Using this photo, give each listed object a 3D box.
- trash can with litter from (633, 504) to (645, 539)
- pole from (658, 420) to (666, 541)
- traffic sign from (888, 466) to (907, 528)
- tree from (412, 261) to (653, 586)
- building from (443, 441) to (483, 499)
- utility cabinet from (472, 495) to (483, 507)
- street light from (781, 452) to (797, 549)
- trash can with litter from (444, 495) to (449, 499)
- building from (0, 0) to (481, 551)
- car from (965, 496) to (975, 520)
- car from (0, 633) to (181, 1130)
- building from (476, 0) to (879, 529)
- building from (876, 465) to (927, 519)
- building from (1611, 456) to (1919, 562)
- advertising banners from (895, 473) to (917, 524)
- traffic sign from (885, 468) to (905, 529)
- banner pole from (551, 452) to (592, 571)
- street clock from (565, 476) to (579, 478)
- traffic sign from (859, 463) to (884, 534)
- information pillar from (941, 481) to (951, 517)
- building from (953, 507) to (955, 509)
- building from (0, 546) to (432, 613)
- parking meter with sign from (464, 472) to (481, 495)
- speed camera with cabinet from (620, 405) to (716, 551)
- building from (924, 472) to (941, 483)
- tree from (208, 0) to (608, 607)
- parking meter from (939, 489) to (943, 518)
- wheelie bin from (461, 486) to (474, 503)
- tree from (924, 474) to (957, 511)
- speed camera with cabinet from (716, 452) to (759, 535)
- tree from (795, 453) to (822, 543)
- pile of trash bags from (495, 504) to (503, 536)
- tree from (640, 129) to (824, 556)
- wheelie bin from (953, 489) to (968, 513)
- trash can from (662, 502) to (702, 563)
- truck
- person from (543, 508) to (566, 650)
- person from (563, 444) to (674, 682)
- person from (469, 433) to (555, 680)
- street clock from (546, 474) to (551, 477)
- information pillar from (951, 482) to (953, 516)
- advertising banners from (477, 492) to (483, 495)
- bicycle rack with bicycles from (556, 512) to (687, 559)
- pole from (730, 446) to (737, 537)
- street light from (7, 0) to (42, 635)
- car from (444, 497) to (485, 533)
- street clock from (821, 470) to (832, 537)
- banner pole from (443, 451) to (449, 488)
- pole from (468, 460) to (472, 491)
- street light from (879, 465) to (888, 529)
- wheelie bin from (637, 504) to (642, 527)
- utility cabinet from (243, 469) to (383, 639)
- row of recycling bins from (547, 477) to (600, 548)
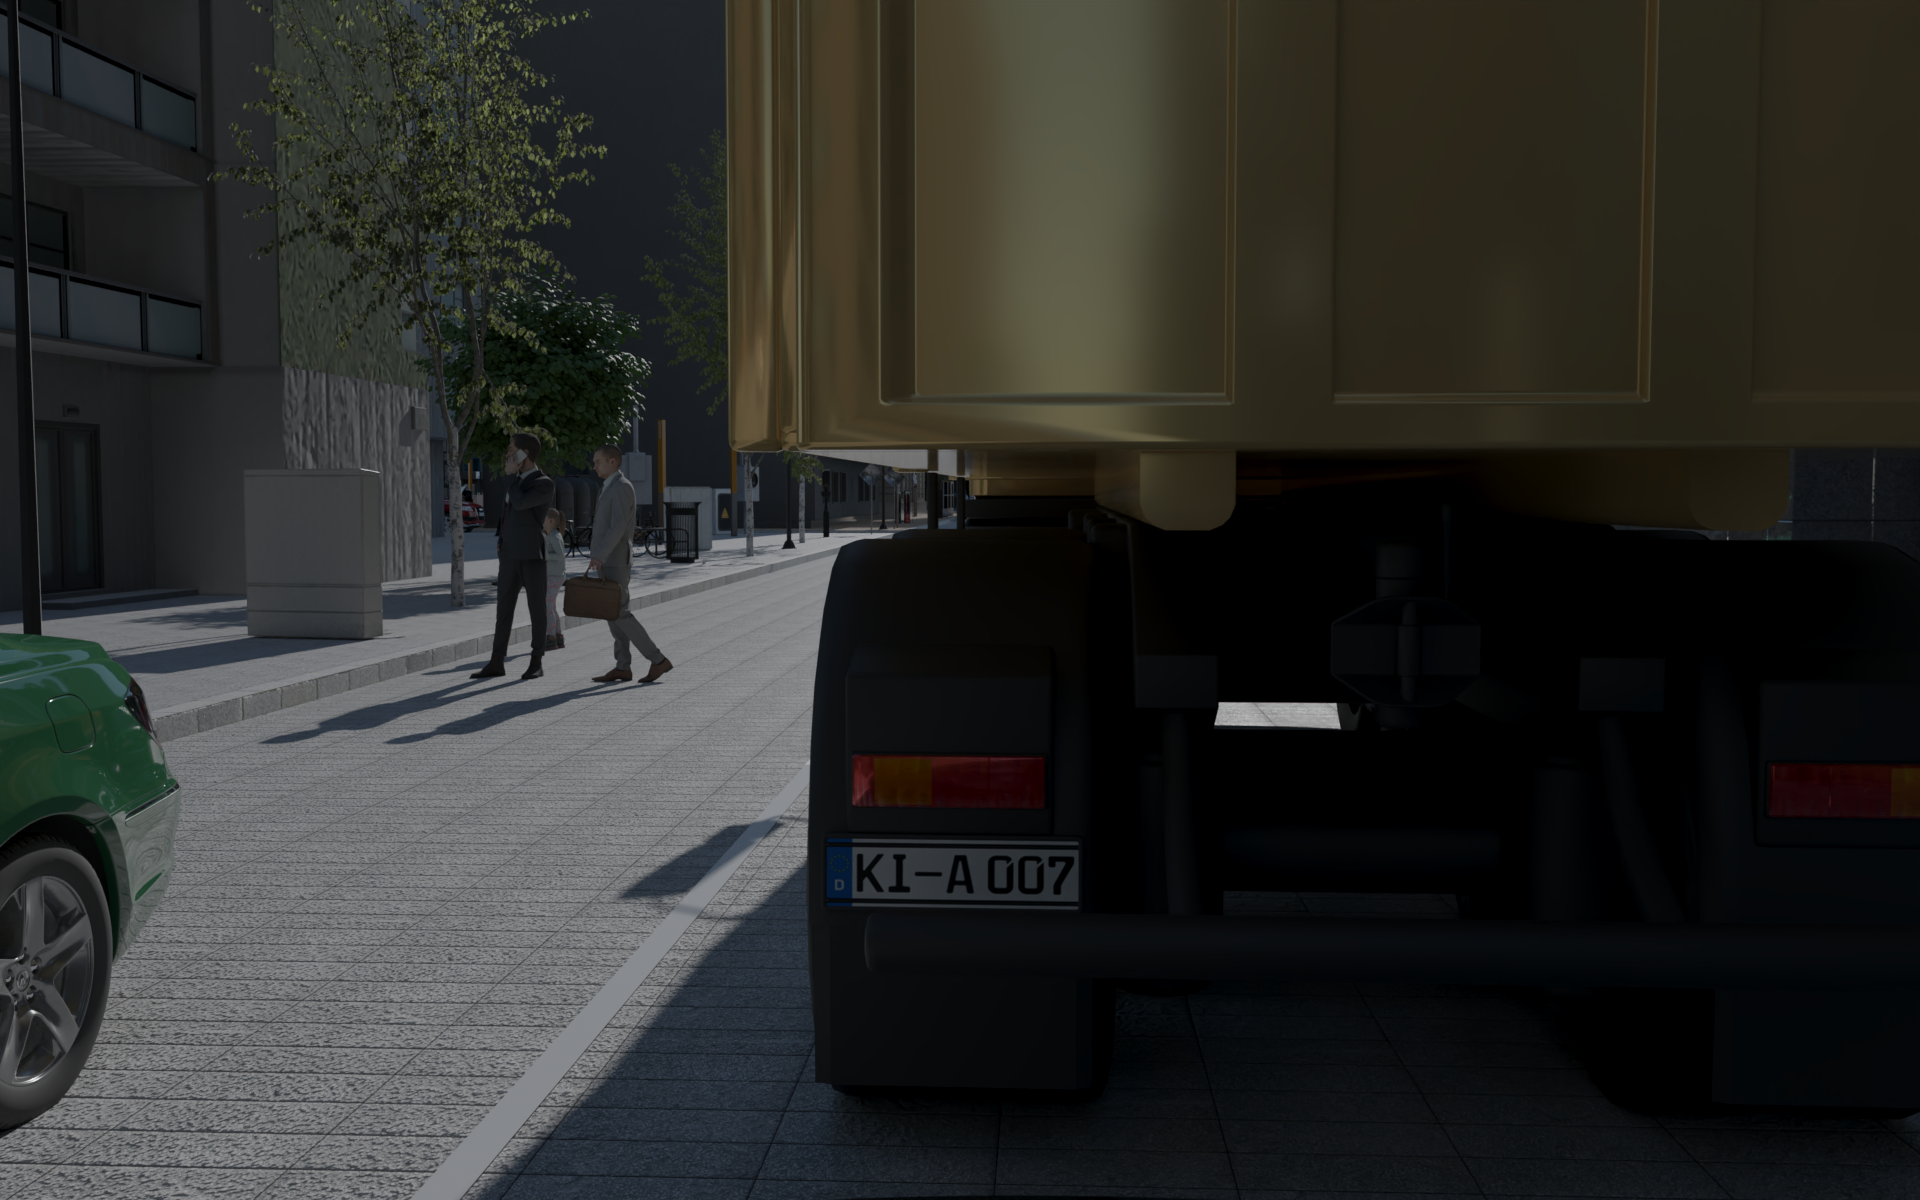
[{"bbox_3d":[-8.981,-2.221,47.698,0.624,1.170,1.055,-3,5,-43],"label":"trash can with litter"},{"bbox_3d":[-8.196,-3.291,47.650,0.158,3.312,0.155,0,3,0],"label":"pole"},{"bbox_3d":[-2.363,-3.995,65.431,0.768,2.556,0.104,1,4,12],"label":"traffic sign"},{"bbox_3d":[-6.010,-2.496,24.531,4.285,4.588,4.351,0,3,0],"label":"tree"},{"bbox_3d":[-53.128,-35.558,205.075,21.600,48.544,21.300,0,4,3],"label":"building"},{"bbox_3d":[-33.020,-6.605,119.145,1.020,1.237,0.306,0,4,4],"label":"utility cabinet"},{"bbox_3d":[-3.474,-4.154,40.452,1.470,5.913,1.316,0,4,3],"label":"street light"},{"bbox_3d":[-26.170,-4.664,87.318,2.233,1.210,1.678,2,4,28],"label":"trash can with litter"},{"bbox_3d":[-21.524,-22.264,47.606,14.086,41.232,14.154,0,4,3],"label":"building"},{"bbox_3d":[1.204,-5.303,99.070,2.083,1.381,4.827,0,4,2],"label":"car"},{"bbox_3d":[-3.083,0.559,2.656,2.131,1.459,4.920,0,4,3],"label":"car"},{"bbox_3d":[-10.220,-17.250,75.547,14.314,27.812,24.014,0,4,3],"label":"building"},{"bbox_3d":[-7.231,-14.230,97.295,10.561,19.102,19.286,0,4,3],"label":"building"},{"bbox_3d":[11.725,-12.337,19.727,12.078,24.808,19.932,0,4,3],"label":"building"},{"bbox_3d":[-2.326,-4.853,75.541,0.090,3.025,2.074,2,4,29],"label":"advertising banners"},{"bbox_3d":[-2.389,-3.632,63.032,0.795,2.450,0.064,0,4,3],"label":"traffic sign"},{"bbox_3d":[-6.561,-2.376,28.857,0.863,3.779,0.401,0,4,5],"label":"banner pole"},{"bbox_3d":[-12.543,-3.148,56.034,0.358,2.002,0.471,1,4,18],"label":"street clock"},{"bbox_3d":[-2.810,-3.145,55.058,0.795,2.450,0.064,0,4,3],"label":"traffic sign"},{"bbox_3d":[-0.861,-5.647,96.812,0.304,2.012,0.304,-2,4,-25],"label":"information pillar"},{"bbox_3d":[-9.993,-30.471,152.817,22.147,44.769,28.867,0,4,3],"label":"building"},{"bbox_3d":[-15.609,-20.534,19.331,14.154,41.232,14.086,0,4,3],"label":"building"},{"bbox_3d":[-37.796,-8.387,133.383,0.543,3.016,1.738,3,5,42],"label":"parking meter with sign"},{"bbox_3d":[-6.672,-2.739,39.124,2.038,3.252,0.660,-1,4,-23],"label":"speed camera with cabinet"},{"bbox_3d":[-9.665,-15.241,116.635,16.820,18.784,16.811,0,4,3],"label":"building"},{"bbox_3d":[-5.814,-4.218,19.323,4.360,8.622,3.978,0,3,0],"label":"tree"},{"bbox_3d":[-1.094,-5.078,91.440,0.372,1.533,0.369,0,3,0],"label":"parking meter"},{"bbox_3d":[-20.530,-3.905,71.762,0.693,1.594,0.980,-2,4,-29],"label":"wheelie bin"},{"bbox_3d":[-0.076,-13.169,132.317,9.611,12.733,9.660,0,3,0],"label":"tree"},{"bbox_3d":[-7.227,-3.689,54.650,0.660,3.252,2.038,3,4,36],"label":"speed camera with cabinet"},{"bbox_3d":[-3.917,-5.805,45.282,4.360,8.622,3.978,0,3,0],"label":"tree"},{"bbox_3d":[-12.658,-2.678,53.542,1.912,1.369,3.447,2,4,26],"label":"pile of trash bags"},{"bbox_3d":[-4.333,-5.188,35.180,4.737,8.622,4.395,0,3,0],"label":"tree"},{"bbox_3d":[0.044,-6.575,115.406,0.980,1.594,0.693,0,4,-1],"label":"wheelie bin"},{"bbox_3d":[-5.190,-1.267,32.361,0.748,1.137,0.748,0,3,0],"label":"trash can"},{"bbox_3d":[1.167,-0.719,7.674,3.469,3.379,9.791,0,4,4],"label":"truck"},{"bbox_3d":[-3.790,-0.197,15.995,0.394,1.301,0.425,-3,5,-42],"label":"person"},{"bbox_3d":[-2.639,-0.280,13.202,0.853,1.813,0.709,-2,4,-24],"label":"person"},{"bbox_3d":[-3.442,-0.341,13.443,0.648,1.900,0.474,2,4,34],"label":"person"},{"bbox_3d":[-14.871,-3.563,62.826,0.358,2.002,0.471,2,4,33],"label":"street clock"},{"bbox_3d":[-0.586,-5.977,102.221,0.304,2.012,0.304,2,4,27],"label":"information pillar"},{"bbox_3d":[-37.084,-8.485,134.918,2.074,3.025,0.090,3,5,44],"label":"advertising banners"},{"bbox_3d":[-6.790,-1.297,34.581,2.925,0.926,2.852,-2,4,-29],"label":"bicycle rack with bicycles"},{"bbox_3d":[-6.825,-3.570,52.221,0.158,3.312,0.155,0,3,0],"label":"pole"},{"bbox_3d":[-5.066,-2.308,10.282,1.470,5.913,1.316,0,4,3],"label":"street light"},{"bbox_3d":[-18.991,-3.102,59.398,5.304,1.827,2.281,0,4,2],"label":"car"},{"bbox_3d":[-3.977,-2.868,51.461,0.358,2.002,0.471,0,4,-4],"label":"street clock"},{"bbox_3d":[-26.352,-6.071,89.279,0.401,3.779,0.863,2,4,26],"label":"banner pole"},{"bbox_3d":[-29.008,-6.653,102.621,0.158,3.312,0.155,0,3,0],"label":"pole"},{"bbox_3d":[-2.247,-5.523,62.842,1.470,5.913,1.316,0,4,3],"label":"street light"},{"bbox_3d":[-9.891,-2.689,51.880,0.693,1.594,0.980,1,4,12],"label":"wheelie bin"},{"bbox_3d":[-5.736,-0.410,15.382,1.173,1.500,0.318,1,4,14],"label":"utility cabinet"},{"bbox_3d":[-9.589,-2.118,41.746,1.069,1.692,3.534,1,4,11],"label":"row of recycling bins"}]
